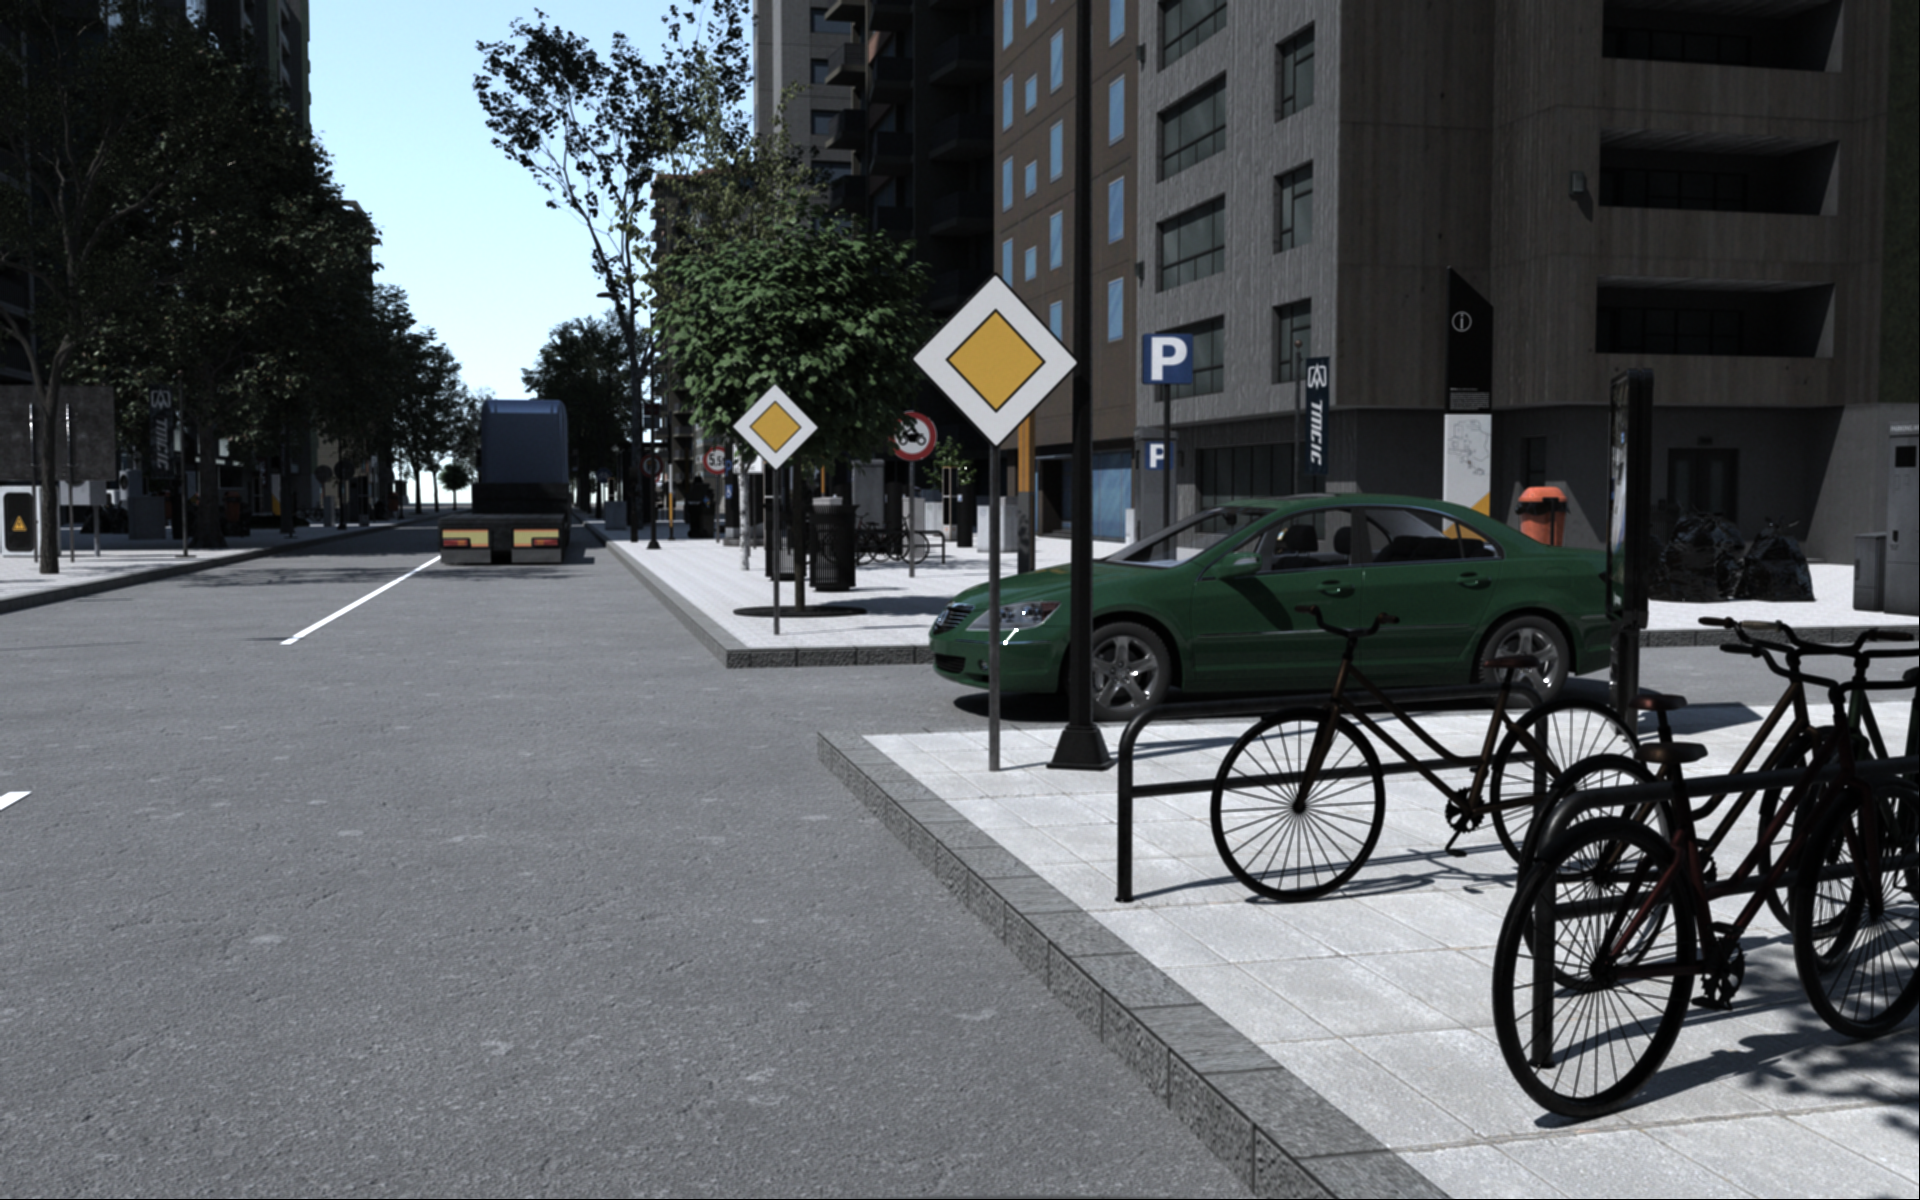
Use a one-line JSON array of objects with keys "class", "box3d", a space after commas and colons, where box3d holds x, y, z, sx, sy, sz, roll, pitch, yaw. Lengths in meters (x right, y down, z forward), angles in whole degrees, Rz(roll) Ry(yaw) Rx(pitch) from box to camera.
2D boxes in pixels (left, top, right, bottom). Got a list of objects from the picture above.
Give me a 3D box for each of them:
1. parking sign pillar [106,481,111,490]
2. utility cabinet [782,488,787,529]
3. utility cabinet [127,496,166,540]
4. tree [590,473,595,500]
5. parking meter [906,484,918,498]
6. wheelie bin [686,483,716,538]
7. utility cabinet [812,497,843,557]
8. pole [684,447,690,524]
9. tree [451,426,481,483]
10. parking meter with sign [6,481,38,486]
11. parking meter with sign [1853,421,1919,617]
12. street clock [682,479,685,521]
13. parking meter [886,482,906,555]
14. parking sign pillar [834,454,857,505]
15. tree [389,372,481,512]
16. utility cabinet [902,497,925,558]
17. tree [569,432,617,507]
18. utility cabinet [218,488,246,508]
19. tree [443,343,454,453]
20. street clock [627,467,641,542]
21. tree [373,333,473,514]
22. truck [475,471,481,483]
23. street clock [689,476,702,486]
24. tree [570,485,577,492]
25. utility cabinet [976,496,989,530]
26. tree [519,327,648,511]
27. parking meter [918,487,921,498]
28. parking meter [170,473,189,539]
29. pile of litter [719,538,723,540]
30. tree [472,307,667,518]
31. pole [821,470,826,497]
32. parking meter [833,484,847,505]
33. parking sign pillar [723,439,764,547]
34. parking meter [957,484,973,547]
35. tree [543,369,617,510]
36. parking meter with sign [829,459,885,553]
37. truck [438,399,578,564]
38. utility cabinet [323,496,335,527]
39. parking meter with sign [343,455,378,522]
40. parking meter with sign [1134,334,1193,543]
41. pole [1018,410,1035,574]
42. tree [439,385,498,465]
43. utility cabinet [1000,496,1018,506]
[{"class": "parking sign pillar", "box3d": [-36.465, -5.217, 73.767, 1.447, 3.967, 1.447, -2, 4, -26]}, {"class": "utility cabinet", "box3d": [-5.878, -3.274, 62.209, 1.173, 1.500, 0.318, 0, 4, -7]}, {"class": "utility cabinet", "box3d": [-23.090, -2.325, 49.168, 0.306, 1.237, 1.020, 2, 4, 27]}, {"class": "tree", "box3d": [-32.739, -9.779, 154.488, 1.663, 3.219, 1.824, 0, 3, 0]}, {"class": "parking meter", "box3d": [-1.324, -2.065, 42.177, 0.372, 1.533, 0.369, 0, 3, 0]}, {"class": "wheelie bin", "box3d": [-7.547, -2.610, 50.578, 0.980, 1.594, 0.693, 3, 4, 38]}, {"class": "utility cabinet", "box3d": [-2.746, -1.508, 35.812, 0.306, 1.237, 1.020, -2, 4, -25]}, {"class": "pole", "box3d": [-11.860, -4.978, 75.226, 0.158, 3.312, 0.155, 0, 3, 0]}, {"class": "tree", "box3d": [-49.083, -13.718, 174.645, 4.360, 8.622, 3.978, 0, 3, 0]}, {"class": "parking meter with sign", "box3d": [-25.137, -3.068, 46.421, 1.738, 3.016, 0.543, 0, 4, -2]}, {"class": "parking meter with sign", "box3d": [10.211, -1.346, 18.274, 0.543, 3.016, 1.738, -1, 4, -13]}, {"class": "street clock", "box3d": [-13.014, -4.748, 82.203, 0.358, 2.002, 0.471, -2, 4, -29]}, {"class": "parking meter", "box3d": [-1.390, -1.734, 36.769, 0.372, 1.533, 0.369, 0, 3, 0]}, {"class": "parking sign pillar", "box3d": [-3.608, -4.112, 55.708, 1.447, 3.967, 1.447, 1, 4, 20]}, {"class": "tree", "box3d": [-37.630, -11.620, 124.393, 8.767, 10.594, 7.601, -1, 4, -17]}, {"class": "utility cabinet", "box3d": [-0.928, -1.456, 34.966, 0.306, 1.237, 1.020, -1, 4, -12]}, {"class": "tree", "box3d": [-38.148, -15.668, 173.175, 9.611, 12.733, 9.660, 0, 3, 0]}, {"class": "utility cabinet", "box3d": [-25.574, -3.176, 60.603, 0.318, 1.500, 1.173, 2, 4, 33]}, {"class": "tree", "box3d": [-31.338, -10.728, 93.523, 7.486, 12.596, 7.792, 0, 3, 0]}, {"class": "street clock", "box3d": [-8.699, -2.547, 46.207, 0.358, 2.002, 0.471, -1, 4, -10]}, {"class": "tree", "box3d": [-34.998, -11.331, 111.022, 9.928, 11.665, 9.643, 0, 3, 0]}, {"class": "truck", "box3d": [-37.770, -9.262, 140.339, 2.839, 4.237, 11.283, -1, 4, -15]}, {"class": "street clock", "box3d": [-10.568, -3.998, 69.931, 0.358, 2.002, 0.471, 1, 4, 9]}, {"class": "tree", "box3d": [-40.975, -14.525, 187.848, 4.360, 8.622, 3.978, 0, 3, 0]}, {"class": "utility cabinet", "box3d": [1.082, -3.121, 62.187, 1.020, 1.237, 0.306, 2, 4, 33]}, {"class": "tree", "box3d": [-28.090, -13.628, 129.479, 9.857, 13.997, 8.962, 0, 3, 0]}, {"class": "parking meter", "box3d": [-1.285, -2.464, 48.705, 0.372, 1.533, 0.369, 0, 3, 0]}, {"class": "parking meter", "box3d": [-22.103, -2.650, 49.038, 0.255, 1.863, 0.399, 3, 4, 38]}, {"class": "pile of litter", "box3d": [-6.069, -2.149, 49.108, 1.719, 0.858, 1.176, 0, 4, -4]}, {"class": "tree", "box3d": [-19.662, -10.335, 94.740, 9.928, 11.665, 9.643, 0, 3, 0]}, {"class": "pole", "box3d": [-3.516, -3.073, 44.086, 0.158, 3.312, 0.155, 0, 3, 0]}, {"class": "parking meter", "box3d": [-3.111, -2.241, 45.052, 0.372, 1.533, 0.369, 0, 3, 0]}, {"class": "parking sign pillar", "box3d": [-5.169, -3.332, 42.953, 1.447, 3.967, 1.447, -3, 4, -36]}, {"class": "parking meter", "box3d": [0.118, -2.042, 41.796, 0.372, 1.533, 0.369, 0, 3, 0]}, {"class": "tree", "box3d": [-31.465, -13.692, 141.990, 7.486, 12.596, 7.792, 0, 3, 0]}, {"class": "parking meter with sign", "box3d": [-1.982, -2.533, 37.677, 1.738, 3.016, 0.543, -1, 4, -9]}, {"class": "truck", "box3d": [-11.169, -3.299, 43.695, 2.967, 4.110, 18.799, -1, 4, -12]}, {"class": "utility cabinet", "box3d": [-24.963, -3.508, 68.514, 0.306, 1.237, 1.020, -1, 4, -11]}, {"class": "parking meter with sign", "box3d": [-27.312, -5.034, 78.563, 1.738, 3.016, 0.543, 1, 4, 16]}, {"class": "parking meter with sign", "box3d": [2.251, -1.435, 19.728, 0.543, 3.016, 1.738, 0, 4, 0]}, {"class": "pole", "box3d": [0.798, -1.645, 20.736, 0.158, 3.312, 0.155, 0, 3, 0]}, {"class": "tree", "box3d": [-53.484, -17.287, 193.018, 12.009, 13.543, 11.850, 0, 3, 0]}, {"class": "utility cabinet", "box3d": [1.332, -2.234, 47.681, 0.306, 1.237, 1.020, 2, 4, 26]}]
